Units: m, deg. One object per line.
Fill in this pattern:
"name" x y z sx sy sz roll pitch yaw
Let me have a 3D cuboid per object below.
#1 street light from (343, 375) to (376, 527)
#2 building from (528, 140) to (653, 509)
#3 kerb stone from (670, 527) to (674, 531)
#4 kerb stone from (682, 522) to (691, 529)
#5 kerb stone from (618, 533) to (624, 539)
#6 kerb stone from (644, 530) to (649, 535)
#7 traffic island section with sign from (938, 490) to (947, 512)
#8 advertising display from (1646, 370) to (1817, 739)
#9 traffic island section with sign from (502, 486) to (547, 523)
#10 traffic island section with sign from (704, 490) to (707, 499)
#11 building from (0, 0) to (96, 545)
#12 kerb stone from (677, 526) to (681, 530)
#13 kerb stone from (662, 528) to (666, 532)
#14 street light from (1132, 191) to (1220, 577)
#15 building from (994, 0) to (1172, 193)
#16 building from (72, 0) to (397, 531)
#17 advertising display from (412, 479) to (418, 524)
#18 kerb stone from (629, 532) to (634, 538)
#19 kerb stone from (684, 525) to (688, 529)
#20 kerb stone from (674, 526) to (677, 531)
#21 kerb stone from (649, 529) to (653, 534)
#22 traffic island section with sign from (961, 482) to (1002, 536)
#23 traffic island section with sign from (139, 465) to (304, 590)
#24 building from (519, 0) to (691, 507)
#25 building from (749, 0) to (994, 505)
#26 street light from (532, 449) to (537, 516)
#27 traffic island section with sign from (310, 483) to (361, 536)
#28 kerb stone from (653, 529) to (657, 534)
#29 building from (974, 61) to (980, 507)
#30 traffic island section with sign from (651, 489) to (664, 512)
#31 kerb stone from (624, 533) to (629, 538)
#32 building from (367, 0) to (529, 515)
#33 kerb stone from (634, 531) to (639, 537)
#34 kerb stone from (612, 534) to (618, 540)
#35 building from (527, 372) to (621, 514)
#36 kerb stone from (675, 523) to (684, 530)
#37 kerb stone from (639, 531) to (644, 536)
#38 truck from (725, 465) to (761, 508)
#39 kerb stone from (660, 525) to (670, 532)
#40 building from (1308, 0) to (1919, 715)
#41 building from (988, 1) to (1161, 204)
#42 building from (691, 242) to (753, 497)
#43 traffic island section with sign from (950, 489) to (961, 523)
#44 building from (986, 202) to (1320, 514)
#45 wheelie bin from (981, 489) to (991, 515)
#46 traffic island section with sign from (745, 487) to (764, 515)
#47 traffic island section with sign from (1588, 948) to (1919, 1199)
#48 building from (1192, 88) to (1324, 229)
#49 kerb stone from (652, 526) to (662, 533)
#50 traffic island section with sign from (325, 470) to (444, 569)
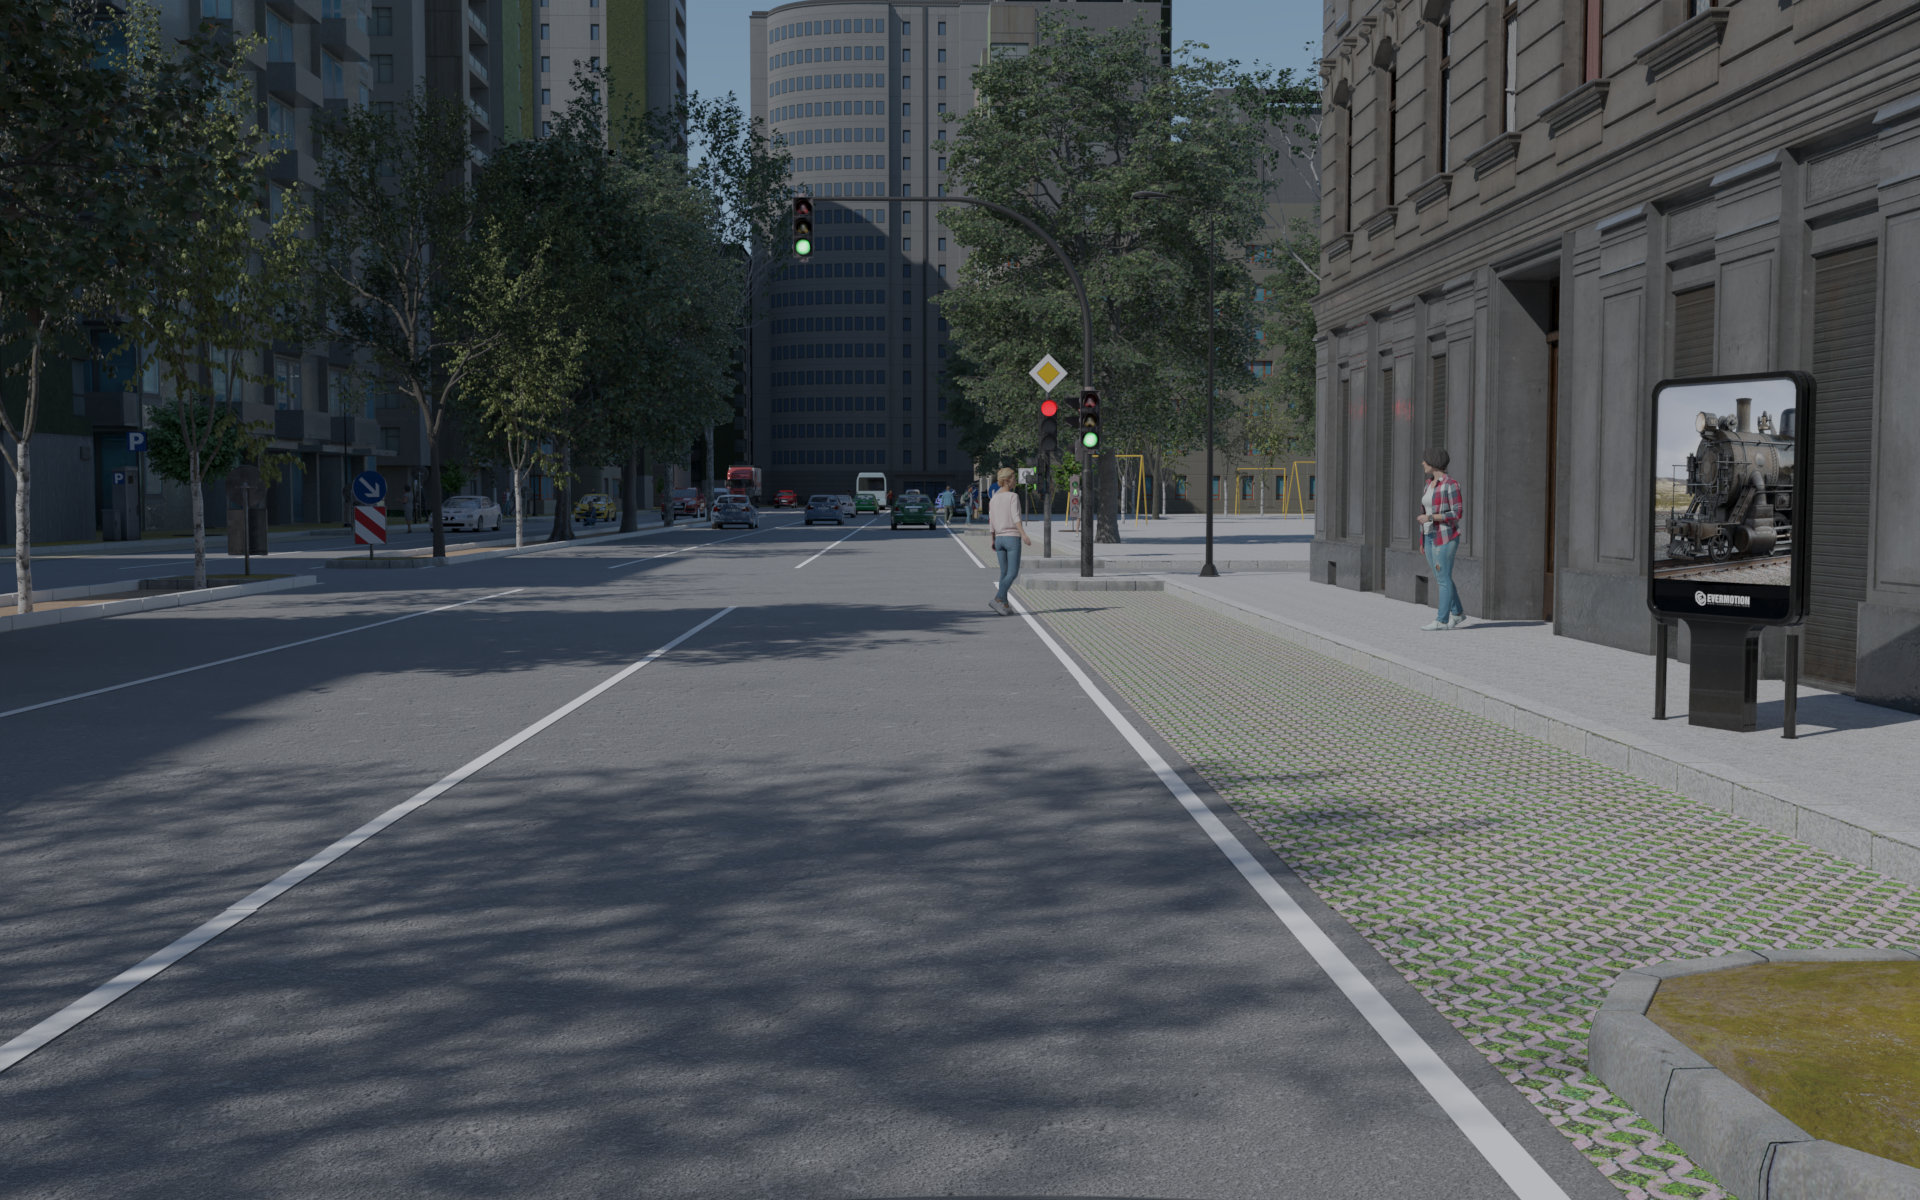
"street light" -23.230 -5.778 67.017 1.470 5.913 1.316 0 4 -1
"building" -33.888 -22.819 144.784 14.160 30.474 14.107 0 4 -1
"kerb stone" -11.191 -2.697 66.293 0.120 0.150 1.000 0 4 -1
"kerb stone" -11.326 -3.011 71.427 0.120 0.150 1.000 0 4 -1
"kerb stone" -10.906 -2.009 55.045 0.120 0.150 1.000 0 4 -1
"kerb stone" -11.042 -2.322 60.158 0.120 0.150 1.000 0 4 -1
"traffic island section with sign" -1.447 -9.495 163.874 1.989 1.847 2.006 0 4 -1
"advertising display" 4.172 -0.258 9.427 0.123 1.923 0.974 -2 4 -26
"traffic island section with sign" -21.967 -4.823 87.486 1.989 1.847 2.006 0 4 -1
"traffic island section with sign" -23.873 -9.489 163.766 1.989 1.847 2.006 0 4 -1
"building" -31.171 -16.459 40.802 14.160 30.474 14.107 0 4 -1
"kerb stone" -11.245 -2.823 68.347 0.120 0.150 1.000 0 4 -1
"kerb stone" -11.146 -2.571 64.249 0.120 0.150 1.000 0 4 -1
"street light" 3.332 -3.315 26.739 1.470 5.913 1.316 0 4 -1
"building" 14.332 -46.823 203.803 20.611 71.187 20.563 0 4 -1
"building" -37.838 -27.576 70.484 23.786 49.044 30.456 0 4 -1
"advertising display" -23.389 -4.229 74.354 0.123 1.923 0.974 -1 4 -10
"kerb stone" -10.961 -2.131 57.093 0.120 0.150 1.000 0 4 -1
"kerb stone" -11.299 -2.939 70.397 0.120 0.150 1.000 0 4 -1
"kerb stone" -11.220 -2.760 67.325 0.120 0.150 1.000 0 4 -1
"kerb stone" -11.068 -2.384 61.180 0.120 0.150 1.000 0 4 -1
"traffic island section with sign" 1.158 -3.131 59.827 1.989 1.847 2.006 0 4 -1
"traffic island section with sign" -11.249 -1.138 26.741 2.006 1.907 1.989 0 4 -1
"building" -41.769 -38.593 172.989 28.212 58.520 21.231 0 4 -1
"building" -10.256 -40.571 205.329 28.212 58.520 21.231 0 4 -1
"street light" -24.089 -7.804 100.137 1.470 5.913 1.316 0 4 -1
"traffic island section with sign" -21.291 -3.158 60.264 1.989 1.847 2.006 0 4 -1
"kerb stone" -11.091 -2.442 62.203 0.120 0.150 1.000 0 4 -1
"building" 8.591 -32.225 176.993 14.600 45.320 14.200 0 4 -1
"traffic island section with sign" -23.180 -7.793 136.048 1.989 1.847 2.006 0 4 -1
"kerb stone" -10.944 -2.072 56.067 0.120 0.150 1.000 0 4 -1
"building" -34.025 -25.532 101.041 14.154 41.232 14.086 0 4 -1
"kerb stone" -10.990 -2.188 58.115 0.120 0.150 1.000 0 4 -1
"kerb stone" -10.886 -1.946 54.018 0.120 0.150 1.000 0 4 -1
"building" -40.597 -17.026 123.420 27.650 21.520 28.899 0 4 -1
"kerb stone" -11.271 -2.885 69.371 0.120 0.150 1.000 0 4 -1
"kerb stone" -11.008 -2.259 59.137 0.120 0.150 1.000 0 4 -1
"truck" -21.329 -11.141 171.065 2.839 4.237 11.283 0 4 -2
"kerb stone" -11.163 -2.635 65.271 0.120 0.150 1.000 0 4 -1
"building" 10.076 -10.216 16.189 9.793 20.994 18.267 0 4 -1
"building" 9.302 -28.422 148.301 14.154 41.232 14.086 0 4 -1
"building" -31.287 -26.243 200.771 14.107 30.474 14.160 0 4 -1
"traffic island section with sign" 0.488 -4.780 86.774 1.989 1.847 2.006 0 4 -1
"building" 16.345 -17.274 127.472 27.650 21.520 28.899 0 4 -1
"wheelie bin" 1.621 -6.103 107.692 0.693 1.594 0.980 0 4 -3
"traffic island section with sign" -13.318 -6.185 109.260 2.006 1.907 1.989 0 4 -1
"traffic island section with sign" 2.558 0.293 3.833 1.989 1.847 2.006 0 4 -1
"building" 31.534 -30.247 178.126 14.086 41.232 14.154 0 4 -1
"kerb stone" -11.122 -2.509 63.225 0.120 0.150 1.000 0 4 -1
"traffic island section with sign" -11.425 -1.591 34.146 2.006 1.907 1.989 0 4 -1
